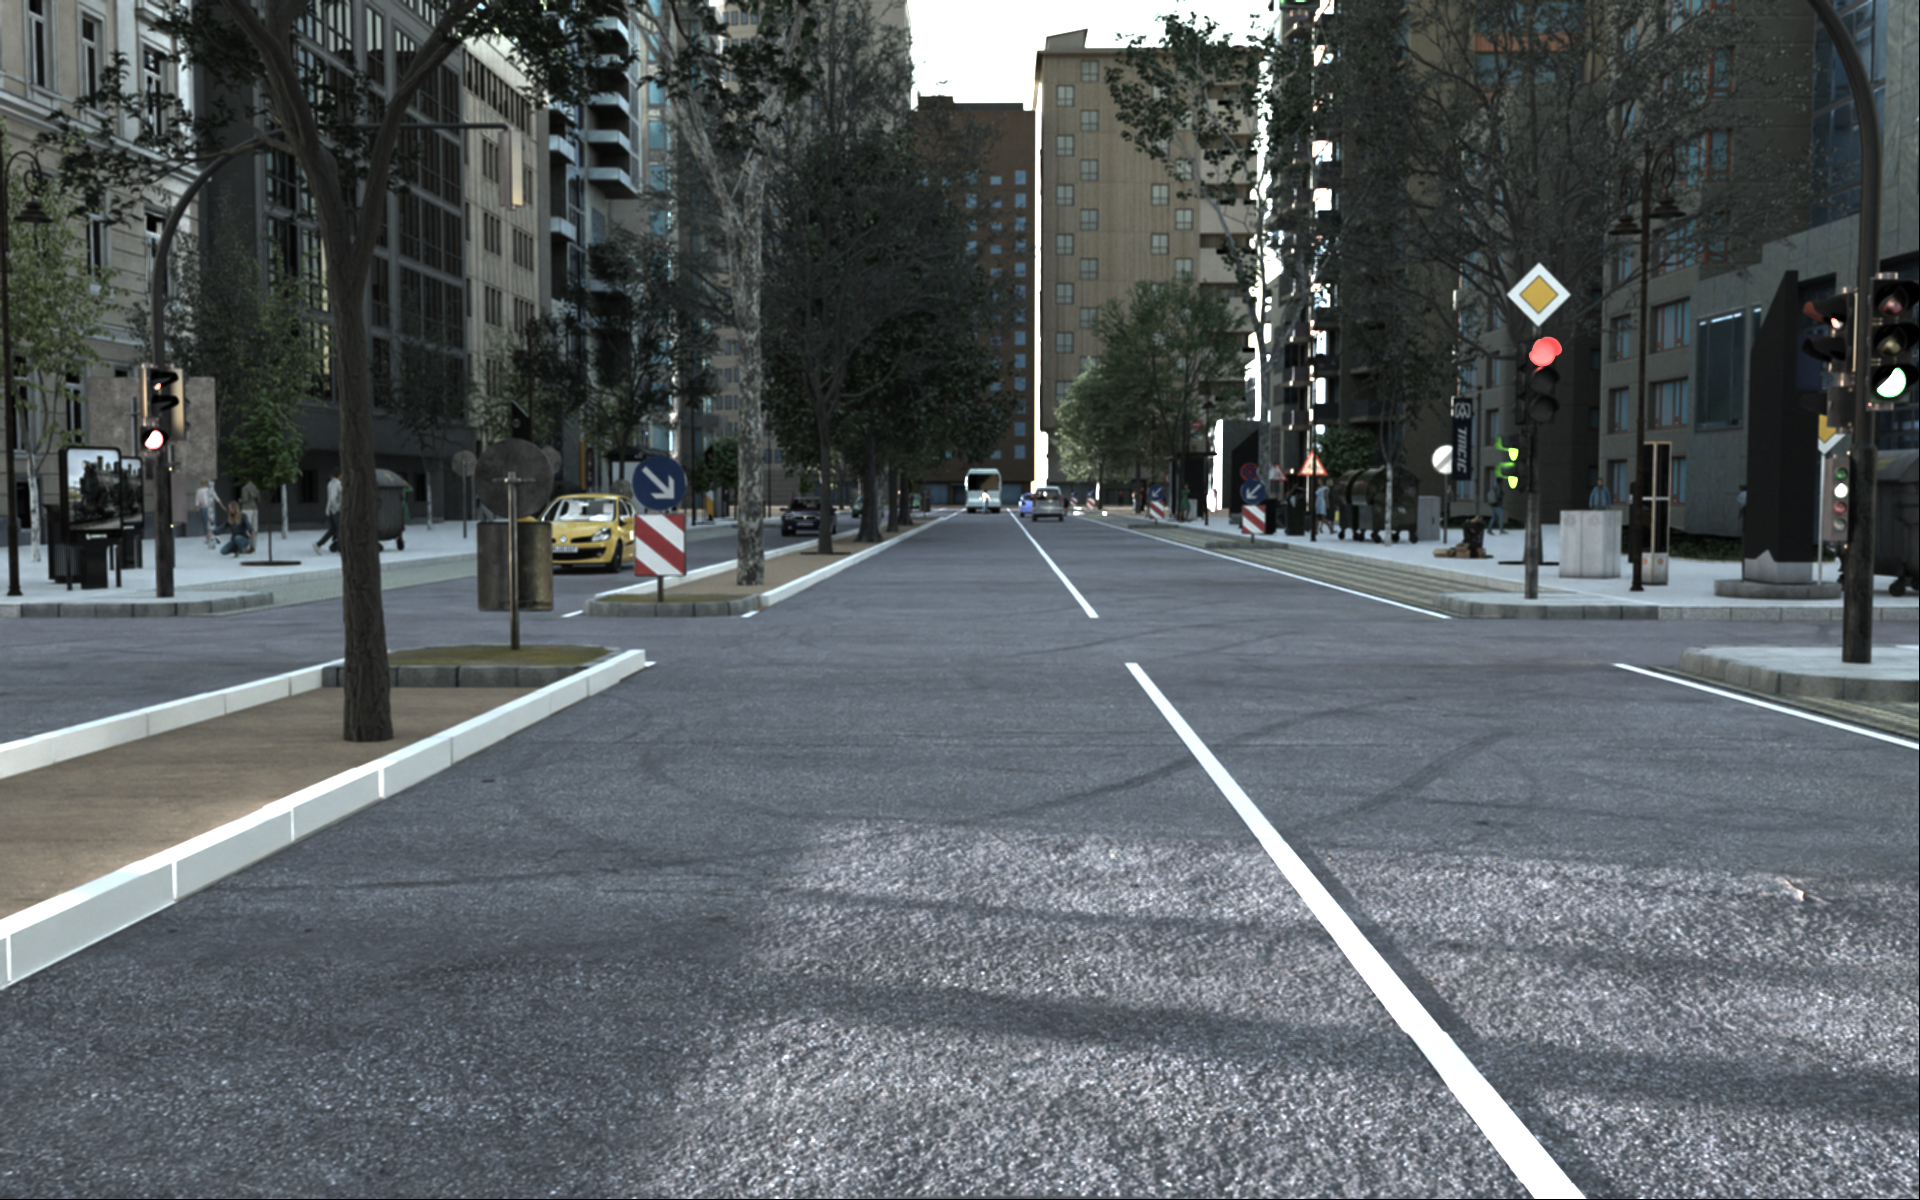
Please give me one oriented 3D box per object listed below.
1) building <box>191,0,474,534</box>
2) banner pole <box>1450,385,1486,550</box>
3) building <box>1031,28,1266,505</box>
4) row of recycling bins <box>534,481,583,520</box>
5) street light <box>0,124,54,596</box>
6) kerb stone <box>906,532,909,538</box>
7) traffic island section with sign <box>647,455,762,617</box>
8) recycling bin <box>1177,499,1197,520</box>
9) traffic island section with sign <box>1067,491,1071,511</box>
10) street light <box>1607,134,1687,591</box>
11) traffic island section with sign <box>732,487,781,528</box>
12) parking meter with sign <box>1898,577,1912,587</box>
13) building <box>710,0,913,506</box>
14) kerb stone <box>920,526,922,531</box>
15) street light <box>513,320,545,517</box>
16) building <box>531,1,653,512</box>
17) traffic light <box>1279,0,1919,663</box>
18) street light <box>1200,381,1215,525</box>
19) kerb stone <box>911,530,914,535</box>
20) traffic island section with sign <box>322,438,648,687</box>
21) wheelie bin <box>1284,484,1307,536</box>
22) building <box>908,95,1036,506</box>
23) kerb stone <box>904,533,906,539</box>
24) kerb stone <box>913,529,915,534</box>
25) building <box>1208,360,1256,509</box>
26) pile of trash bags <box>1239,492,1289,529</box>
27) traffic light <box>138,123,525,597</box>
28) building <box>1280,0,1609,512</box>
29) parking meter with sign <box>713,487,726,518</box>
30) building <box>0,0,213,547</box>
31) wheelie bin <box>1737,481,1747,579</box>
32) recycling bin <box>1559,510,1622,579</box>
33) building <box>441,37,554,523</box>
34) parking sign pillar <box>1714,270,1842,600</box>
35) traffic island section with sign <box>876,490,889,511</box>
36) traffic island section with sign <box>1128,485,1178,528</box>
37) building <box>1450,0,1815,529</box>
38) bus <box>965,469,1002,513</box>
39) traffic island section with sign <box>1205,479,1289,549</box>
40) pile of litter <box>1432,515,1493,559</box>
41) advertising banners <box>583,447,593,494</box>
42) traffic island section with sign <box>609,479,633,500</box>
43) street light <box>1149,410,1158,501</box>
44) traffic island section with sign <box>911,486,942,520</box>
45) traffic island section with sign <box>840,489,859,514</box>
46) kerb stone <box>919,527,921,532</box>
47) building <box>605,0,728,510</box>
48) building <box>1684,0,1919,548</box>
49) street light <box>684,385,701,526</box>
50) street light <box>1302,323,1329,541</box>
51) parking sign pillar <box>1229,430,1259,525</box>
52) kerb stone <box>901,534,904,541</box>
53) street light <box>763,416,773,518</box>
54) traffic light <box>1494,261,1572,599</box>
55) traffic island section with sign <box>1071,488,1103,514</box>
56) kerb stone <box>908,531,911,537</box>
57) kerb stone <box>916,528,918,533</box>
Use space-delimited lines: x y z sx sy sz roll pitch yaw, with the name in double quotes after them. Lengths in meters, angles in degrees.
-28.648 -16.572 64.459 14.314 27.812 24.014 0 4 1 "building"
11.643 -3.036 39.661 0.863 3.779 0.401 0 4 -6 "banner pole"
22.401 -37.670 205.147 27.495 52.752 28.713 0 4 1 "building"
-12.944 -2.942 55.211 1.069 1.692 3.534 -2 4 -34 "row of recycling bins"
-11.954 -2.993 21.725 0.468 5.910 1.993 0 4 1 "street light"
-1.792 -2.023 55.270 0.120 0.150 1.000 0 4 1 "kerb stone"
-3.533 -0.793 21.098 2.006 1.907 1.989 0 4 1 "traffic island section with sign"
11.137 -4.431 84.995 0.722 1.027 0.722 -2 4 -32 "recycling bin"
9.699 -8.647 150.013 1.989 1.847 2.006 0 4 1 "traffic island section with sign"
8.975 -3.058 22.784 0.468 5.910 1.993 0 4 1 "street light"
-8.521 -3.944 73.115 1.989 1.847 2.006 0 4 1 "traffic island section with sign"
13.969 -1.698 24.026 1.738 3.016 0.543 0 4 -8 "parking meter with sign"
-19.732 -40.340 201.563 28.212 58.520 21.231 0 4 1 "building"
-1.599 -2.580 64.497 0.120 0.150 1.000 0 4 1 "kerb stone"
-11.424 -4.483 46.090 0.468 5.910 1.993 0 4 1 "street light"
-32.340 -48.847 111.321 22.319 86.520 31.000 0 4 1 "building"
4.721 -2.346 13.025 4.771 5.953 1.251 0 4 1 "traffic light"
10.134 -6.009 71.030 0.468 5.910 1.993 0 4 1 "street light"
-1.727 -2.210 58.345 0.120 0.150 1.000 0 4 1 "kerb stone"
-3.696 -0.340 13.692 2.006 1.907 1.989 0 4 1 "traffic island section with sign"
10.377 -2.790 53.520 0.693 1.594 0.980 0 4 3 "wheelie bin"
1.397 -33.512 198.039 14.200 45.320 14.600 0 4 1 "building"
-1.829 -1.897 53.215 0.120 0.150 1.000 0 4 1 "kerb stone"
-1.711 -2.274 59.375 0.120 0.150 1.000 0 4 1 "kerb stone"
33.814 -50.796 143.179 22.319 86.520 31.000 0 4 1 "building"
11.987 -3.416 65.611 1.912 1.369 3.447 2 4 33 "pile of trash bags"
-7.785 -2.860 21.430 4.771 5.953 1.251 0 4 1 "traffic light"
33.370 -28.132 114.578 22.147 44.769 28.867 0 4 1 "building"
-13.091 -5.920 93.060 0.543 3.016 1.738 1 4 15 "parking meter with sign"
-29.299 -15.689 42.415 13.634 28.700 20.117 0 4 1 "building"
11.825 -1.078 25.527 0.693 1.594 0.980 2 4 25 "wheelie bin"
9.695 -0.861 26.631 0.722 1.027 0.722 3 5 40 "recycling bin"
-28.913 -16.420 86.493 12.078 24.808 19.932 0 4 1 "building"
10.233 -2.025 21.581 1.447 3.967 1.447 0 4 8 "parking sign pillar"
-6.921 -8.675 150.463 1.989 1.847 2.006 0 4 1 "traffic island section with sign"
8.080 -3.923 72.762 1.989 1.847 2.006 0 4 1 "traffic island section with sign"
36.930 -13.599 67.387 27.650 21.520 28.899 0 4 1 "building"
1.814 -8.431 132.706 2.948 3.499 13.247 0 4 1 "bus"
7.541 -2.274 45.813 1.989 1.847 2.006 0 4 1 "traffic island section with sign"
10.156 -1.287 35.004 1.176 0.858 1.719 1 4 12 "pile of litter"
-14.272 -4.240 65.517 0.090 3.025 2.074 -2 4 -33 "advertising banners"
-9.078 -2.296 46.165 1.989 1.847 2.006 0 4 1 "traffic island section with sign"
10.645 -7.498 95.386 0.468 5.910 1.993 0 4 1 "street light"
-1.986 -5.387 96.221 2.006 1.907 1.989 0 4 1 "traffic island section with sign"
-7.487 -7.027 123.514 1.989 1.847 2.006 0 4 1 "traffic island section with sign"
-1.618 -2.520 63.474 0.120 0.150 1.000 0 4 1 "kerb stone"
-36.146 -32.431 149.850 30.456 49.044 23.786 0 4 1 "building"
36.156 -44.505 40.331 31.000 86.520 22.319 0 4 1 "building"
-10.854 -5.969 70.380 0.468 5.910 1.993 0 4 1 "street light"
9.609 -4.533 46.906 0.468 5.910 1.993 0 4 1 "street light"
12.151 -5.198 73.461 1.447 3.967 1.447 -3 5 -43 "parking sign pillar"
-1.861 -1.835 52.194 0.120 0.150 1.000 0 4 1 "kerb stone"
-10.426 -7.456 94.688 0.468 5.910 1.993 0 4 1 "street light"
6.980 -1.969 21.106 0.839 4.253 0.868 0 4 1 "traffic light"
9.141 -6.999 123.064 1.989 1.847 2.006 0 4 1 "traffic island section with sign"
-1.772 -2.085 56.292 0.120 0.150 1.000 0 4 1 "kerb stone"
-1.662 -2.397 61.419 0.120 0.150 1.000 0 4 1 "kerb stone"
